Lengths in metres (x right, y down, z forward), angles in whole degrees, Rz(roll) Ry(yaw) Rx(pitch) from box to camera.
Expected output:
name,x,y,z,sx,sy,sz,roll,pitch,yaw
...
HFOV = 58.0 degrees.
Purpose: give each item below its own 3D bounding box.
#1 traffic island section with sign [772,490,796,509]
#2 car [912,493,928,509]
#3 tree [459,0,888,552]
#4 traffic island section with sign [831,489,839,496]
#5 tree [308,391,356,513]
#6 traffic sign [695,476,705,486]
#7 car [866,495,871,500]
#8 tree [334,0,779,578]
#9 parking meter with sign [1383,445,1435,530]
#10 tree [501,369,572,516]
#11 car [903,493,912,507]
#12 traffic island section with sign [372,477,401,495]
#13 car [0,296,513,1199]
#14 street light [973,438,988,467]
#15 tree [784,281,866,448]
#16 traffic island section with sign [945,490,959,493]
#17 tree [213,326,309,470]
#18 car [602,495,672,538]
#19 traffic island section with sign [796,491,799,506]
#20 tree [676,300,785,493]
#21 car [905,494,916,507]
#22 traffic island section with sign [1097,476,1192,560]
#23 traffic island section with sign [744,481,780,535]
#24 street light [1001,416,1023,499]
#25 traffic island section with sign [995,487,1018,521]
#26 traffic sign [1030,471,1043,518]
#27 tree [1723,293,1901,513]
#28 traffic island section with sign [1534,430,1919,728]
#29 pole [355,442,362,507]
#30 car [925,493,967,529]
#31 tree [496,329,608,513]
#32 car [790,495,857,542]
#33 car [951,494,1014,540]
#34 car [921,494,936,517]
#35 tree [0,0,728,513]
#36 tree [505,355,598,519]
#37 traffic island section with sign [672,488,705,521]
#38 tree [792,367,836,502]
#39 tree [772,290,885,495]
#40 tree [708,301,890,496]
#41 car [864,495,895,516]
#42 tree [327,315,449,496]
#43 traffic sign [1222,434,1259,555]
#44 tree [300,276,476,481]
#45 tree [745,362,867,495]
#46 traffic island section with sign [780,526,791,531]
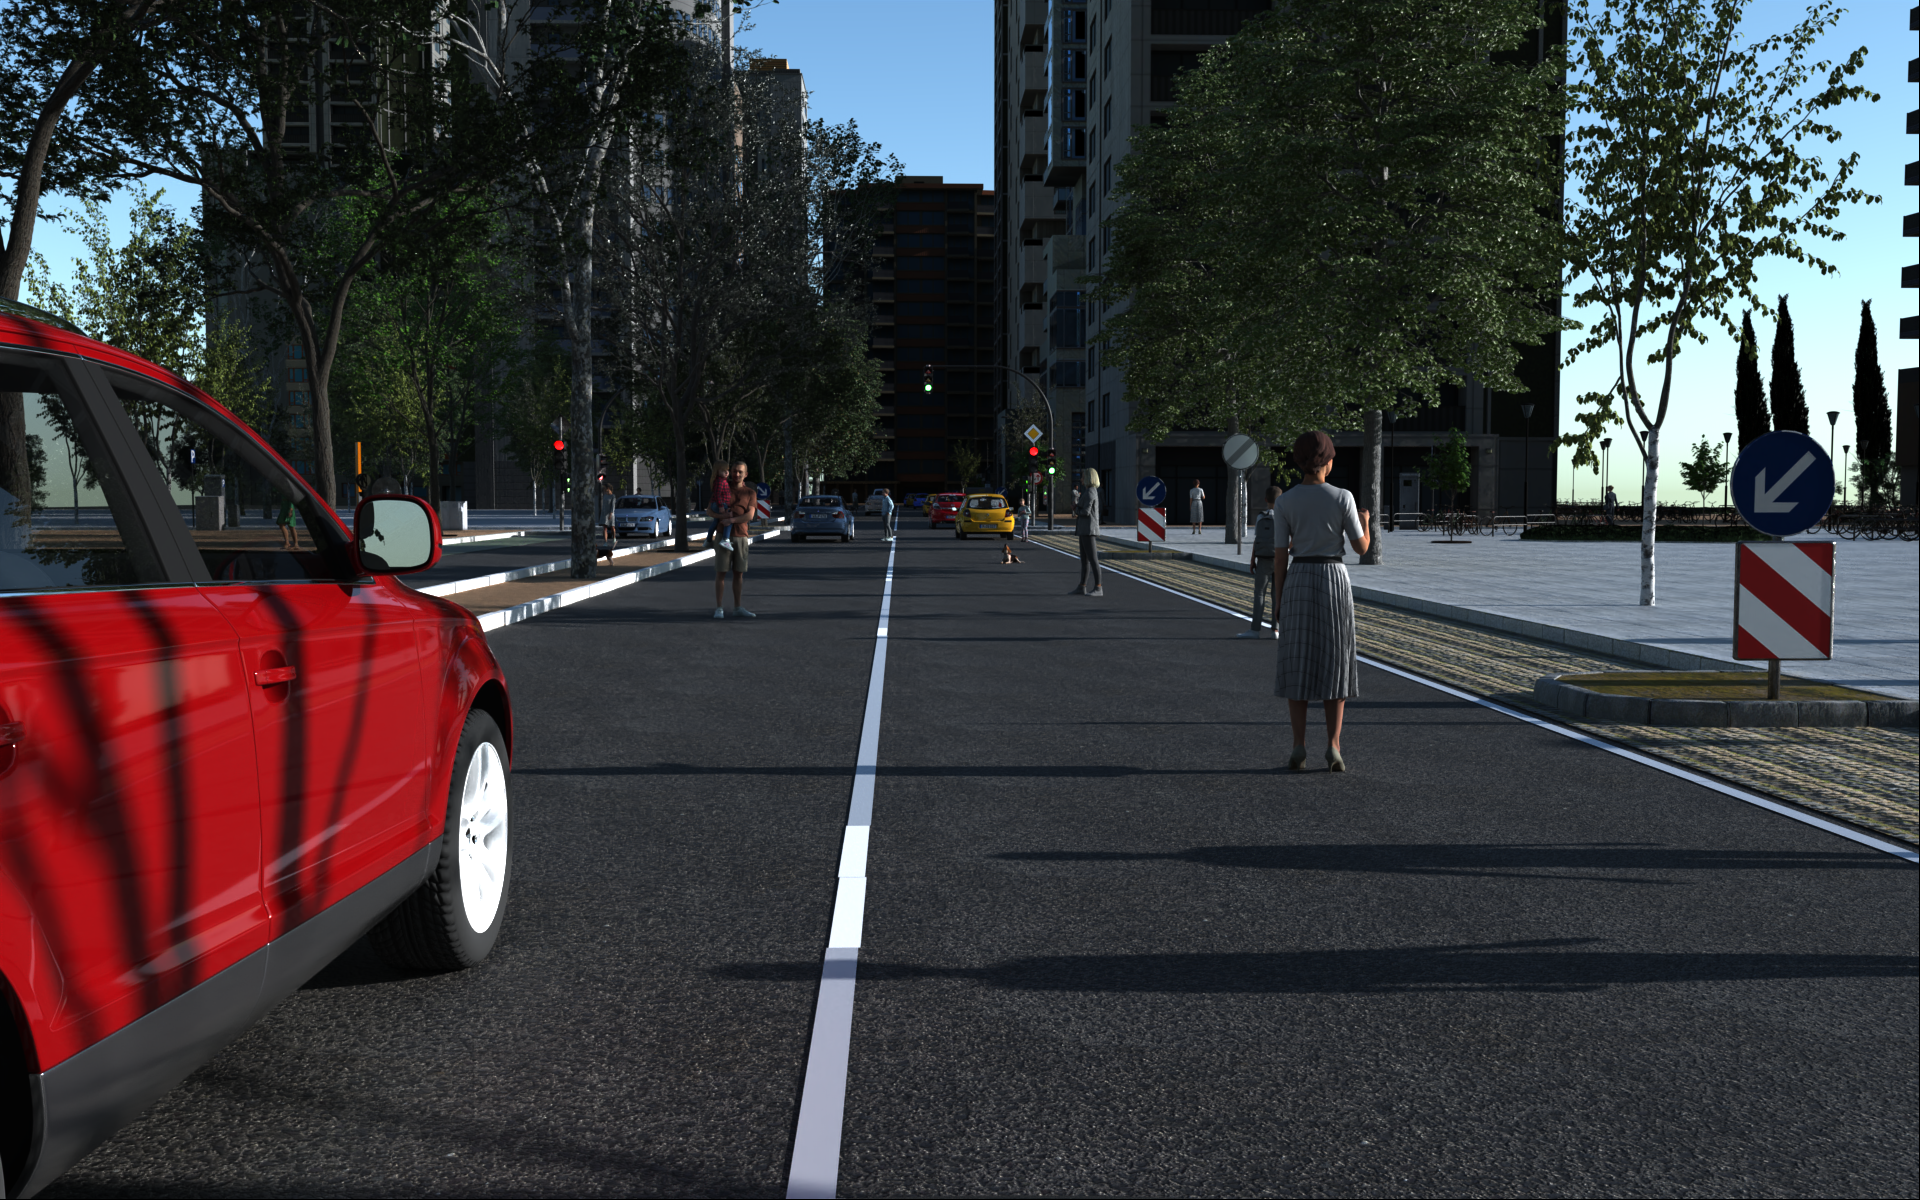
name,x,y,z,sx,sy,sz,roll,pitch,yaw
traffic island section with sign,-17.486,-9.903,170.535,1.989,1.847,2.006,0,4,-2
car,-3.575,-9.462,164.287,1.945,1.707,3.694,0,4,-2
tree,-6.845,-7.915,42.239,12.009,13.543,11.850,0,3,0
traffic island section with sign,-10.398,-8.297,143.799,2.006,1.907,1.989,0,4,-2
tree,-41.717,-9.881,111.921,4.360,8.622,3.978,0,3,0
traffic sign,-17.914,-7.309,119.234,0.795,2.593,0.064,0,4,8
car,-9.895,-11.537,200.983,2.083,1.381,4.827,0,4,-3
tree,-7.636,-10.475,29.614,12.611,20.169,13.585,0,3,0
parking meter with sign,16.149,-4.039,62.297,1.738,3.016,0.543,1,4,12
tree,-25.043,-9.322,102.776,4.360,8.622,3.978,0,3,0
car,-5.559,-11.480,197.286,1.945,1.707,3.694,0,4,-3
traffic island section with sign,-12.916,-1.839,38.693,1.989,1.847,2.006,0,4,-2
car,-2.408,0.310,3.604,2.281,1.827,5.304,0,4,-1
street light,1.736,-10.493,144.094,1.470,5.913,1.316,0,4,-2
tree,-7.202,-7.056,52.236,8.767,10.594,7.601,0,4,-2
traffic island section with sign,-0.569,-9.938,171.110,1.989,1.847,2.006,0,4,-2
tree,-31.978,-7.742,76.950,4.360,8.622,3.978,0,3,0
car,-10.661,-2.778,57.429,2.014,1.417,4.499,0,4,-1
traffic island section with sign,-18.410,-11.550,197.474,1.989,1.847,2.006,0,4,-2
tree,-8.013,-6.457,58.393,4.360,8.622,3.978,0,3,0
car,-4.944,-10.823,187.180,2.015,1.641,3.980,0,4,-3
traffic island section with sign,4.023,-1.824,38.443,1.989,1.847,2.006,0,4,-2
traffic island section with sign,-7.535,-3.252,61.303,2.006,1.907,1.989,0,4,-2
street light,3.154,-7.985,103.088,1.470,5.913,1.316,0,4,-2
traffic island section with sign,2.093,-5.222,94.000,1.989,1.847,2.006,0,4,-2
traffic sign,4.125,-5.751,94.140,0.768,2.556,0.104,0,4,2
tree,58.912,-13.310,119.443,13.155,14.587,18.604,-1,4,-10
traffic island section with sign,4.965,-0.176,11.504,1.989,1.847,2.006,0,4,-2
pole,-23.573,-4.529,67.895,0.158,3.312,0.155,0,3,0
car,-0.379,-3.851,71.998,2.155,1.783,4.494,0,4,-3
tree,-28.142,-12.306,119.328,7.486,12.596,7.792,0,3,0
car,-4.174,-2.492,52.744,2.014,1.417,4.499,0,4,-1
car,0.757,-2.761,55.360,2.015,1.641,3.980,0,4,-3
car,-1.437,-6.021,108.660,2.015,1.641,3.980,0,4,-4
tree,-6.546,-4.968,18.093,8.767,10.594,7.601,0,4,-2
tree,-21.467,-8.561,90.341,4.737,8.622,4.395,0,3,0
traffic island section with sign,-14.809,-5.187,93.437,1.989,1.847,2.006,0,4,-2
tree,-8.536,-8.503,91.844,4.360,8.622,3.978,0,3,0
tree,-9.123,-12.199,108.559,9.857,13.997,8.962,0,3,0
tree,-8.829,-10.968,98.786,9.611,12.733,9.660,0,3,0
car,-5.381,-6.334,115.925,2.083,1.381,4.827,0,4,-1
tree,-22.716,-7.352,70.572,4.737,8.622,4.395,0,3,0
traffic sign,5.907,-2.229,36.546,0.768,2.556,0.104,0,4,7
tree,-33.699,-11.944,101.946,9.857,13.997,8.962,0,3,0
tree,-9.666,-11.644,118.591,9.928,11.665,9.643,0,3,0
traffic island section with sign,-7.783,-3.705,68.706,2.006,1.907,1.989,0,4,-2
